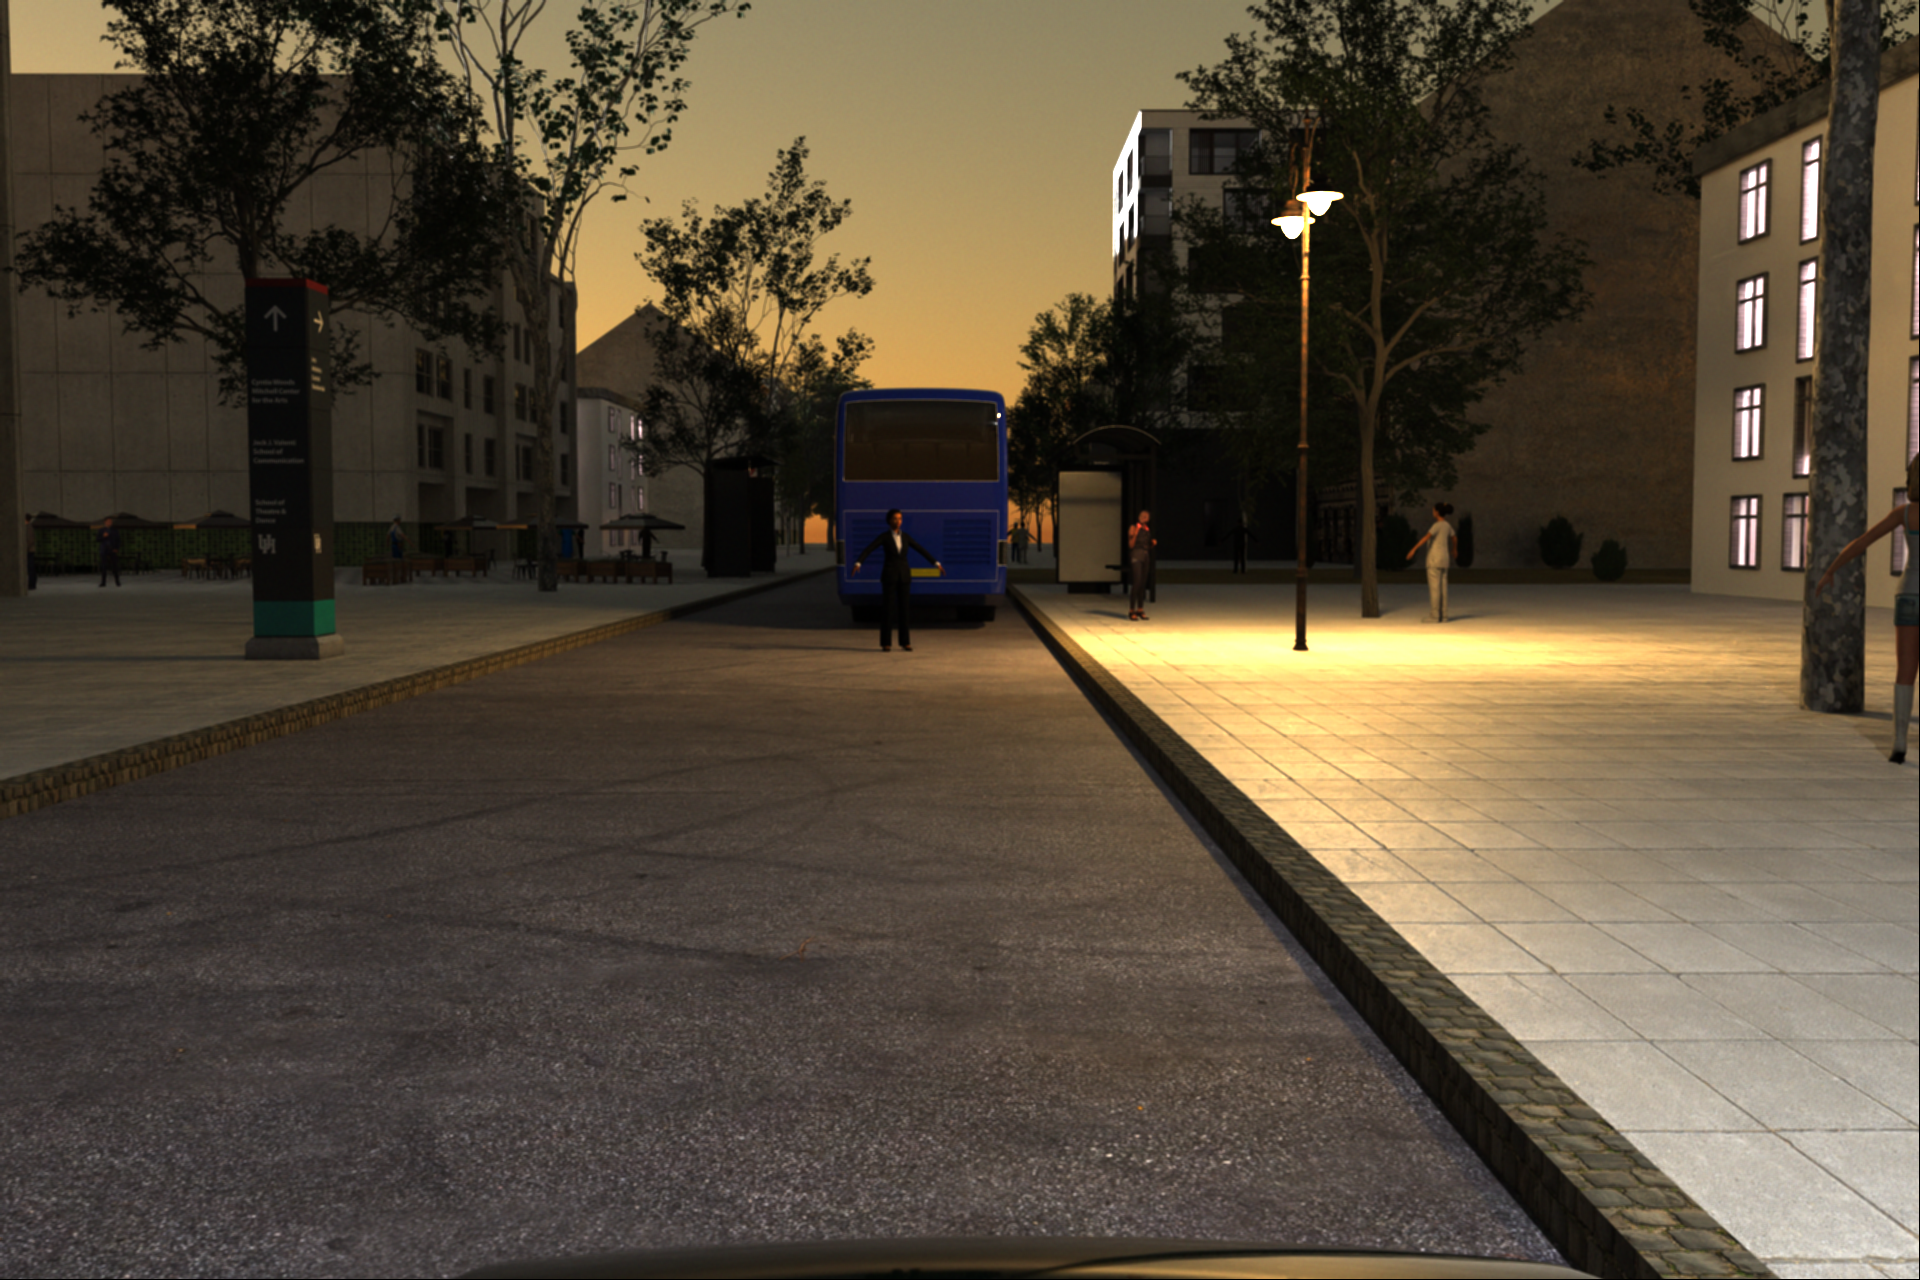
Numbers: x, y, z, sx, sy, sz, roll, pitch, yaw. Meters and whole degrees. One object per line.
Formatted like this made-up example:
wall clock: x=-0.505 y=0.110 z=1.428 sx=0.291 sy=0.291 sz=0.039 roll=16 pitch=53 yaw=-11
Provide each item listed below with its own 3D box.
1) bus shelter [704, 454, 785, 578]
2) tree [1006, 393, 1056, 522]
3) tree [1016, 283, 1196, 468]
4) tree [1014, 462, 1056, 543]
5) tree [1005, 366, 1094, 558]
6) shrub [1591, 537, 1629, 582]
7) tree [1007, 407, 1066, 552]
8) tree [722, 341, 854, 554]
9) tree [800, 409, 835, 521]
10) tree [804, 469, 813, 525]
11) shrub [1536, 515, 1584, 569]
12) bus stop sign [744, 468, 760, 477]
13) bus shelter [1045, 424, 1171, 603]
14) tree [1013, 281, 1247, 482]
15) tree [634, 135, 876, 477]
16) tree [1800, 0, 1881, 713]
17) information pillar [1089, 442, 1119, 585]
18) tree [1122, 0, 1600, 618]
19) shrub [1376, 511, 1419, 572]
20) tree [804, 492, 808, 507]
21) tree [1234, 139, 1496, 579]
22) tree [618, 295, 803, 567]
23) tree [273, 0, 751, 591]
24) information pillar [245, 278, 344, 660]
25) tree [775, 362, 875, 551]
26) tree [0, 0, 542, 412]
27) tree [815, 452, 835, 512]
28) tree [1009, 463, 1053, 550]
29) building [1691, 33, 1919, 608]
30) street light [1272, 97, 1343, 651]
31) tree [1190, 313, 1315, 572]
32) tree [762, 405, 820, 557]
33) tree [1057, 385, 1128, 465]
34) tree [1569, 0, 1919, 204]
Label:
bus shelter: x=-6.625 y=-3.824 z=53.813 sx=1.731 sy=3.624 sz=6.357 roll=0 pitch=4 yaw=1
tree: x=5.460 y=-14.567 z=148.547 sx=12.009 sy=13.543 sz=11.850 roll=0 pitch=3 yaw=0
tree: x=6.113 y=-9.011 z=73.081 sx=9.928 sy=11.665 sz=9.643 roll=0 pitch=3 yaw=0
tree: x=10.929 y=-19.117 z=238.321 sx=9.928 sy=11.665 sz=9.643 roll=0 pitch=3 yaw=0
tree: x=4.924 y=-9.796 z=94.582 sx=7.601 sy=10.594 sz=8.767 roll=0 pitch=4 yaw=6
shrub: x=17.578 y=-2.188 z=46.889 sx=1.383 sy=1.207 sz=1.383 roll=0 pitch=3 yaw=0
tree: x=5.437 y=-11.669 z=125.205 sx=7.601 sy=10.594 sz=8.767 roll=0 pitch=4 yaw=1
tree: x=-9.905 y=-12.166 z=109.282 sx=12.009 sy=13.543 sz=11.850 roll=0 pitch=3 yaw=0
tree: x=-9.755 y=-14.786 z=148.405 sx=9.857 sy=13.997 sz=8.962 roll=0 pitch=3 yaw=0
tree: x=-24.635 y=-20.499 z=241.806 sx=9.857 sy=13.997 sz=8.962 roll=0 pitch=3 yaw=0
shrub: x=22.067 y=-3.626 z=63.703 sx=1.690 sy=2.028 sz=1.600 roll=0 pitch=3 yaw=0
bus stop sign: x=-7.128 y=-4.335 z=59.585 sx=0.855 sy=3.939 sz=0.416 roll=0 pitch=4 yaw=0
bus shelter: x=2.875 y=-2.500 z=34.791 sx=2.014 sy=3.302 sz=5.546 roll=0 pitch=4 yaw=0
tree: x=6.177 y=-7.970 z=64.728 sx=8.767 sy=10.594 sz=7.601 roll=0 pitch=4 yaw=-5
tree: x=-9.798 y=-13.955 z=84.051 sx=12.611 sy=20.169 sz=13.585 roll=0 pitch=3 yaw=0
tree: x=7.566 y=-9.496 z=11.156 sx=12.611 sy=20.169 sz=13.585 roll=0 pitch=3 yaw=0
information pillar: x=3.584 y=-3.309 z=43.484 sx=0.750 sy=3.857 sz=0.750 roll=0 pitch=4 yaw=0
tree: x=5.974 y=-5.616 z=26.231 sx=7.601 sy=10.594 sz=8.767 roll=-1 pitch=4 yaw=-15
shrub: x=14.908 y=-3.388 z=59.438 sx=1.661 sy=2.075 sz=1.752 roll=0 pitch=3 yaw=0
tree: x=-21.526 y=-17.408 z=234.989 sx=4.360 sy=8.622 sz=3.978 roll=0 pitch=3 yaw=0
tree: x=11.263 y=-8.064 z=49.982 sx=7.486 sy=12.596 sz=7.792 roll=0 pitch=3 yaw=0
tree: x=-9.613 y=-8.120 z=67.179 sx=7.601 sy=10.594 sz=8.767 roll=-1 pitch=4 yaw=-17
tree: x=-10.519 y=-11.112 z=37.568 sx=12.611 sy=20.169 sz=13.585 roll=0 pitch=3 yaw=0
information pillar: x=-6.906 y=-1.744 z=17.894 sx=0.750 sy=3.857 sz=0.750 roll=0 pitch=4 yaw=-1
tree: x=-9.603 y=-13.609 z=129.167 sx=9.857 sy=13.997 sz=8.962 roll=0 pitch=3 yaw=0
tree: x=-9.556 y=-5.516 z=24.604 sx=8.767 sy=10.594 sz=7.601 roll=1 pitch=4 yaw=22
tree: x=-9.941 y=-11.548 z=139.178 sx=4.737 sy=8.622 sz=4.395 roll=0 pitch=3 yaw=0
tree: x=5.291 y=-11.390 z=136.583 sx=4.360 sy=8.622 sz=3.978 roll=0 pitch=3 yaw=0
building: x=20.605 y=-5.014 z=24.131 sx=9.099 sy=9.664 sz=28.070 roll=0 pitch=4 yaw=0
street light: x=3.762 y=-2.823 z=18.947 sx=0.468 sy=5.910 sz=1.993 roll=0 pitch=4 yaw=0
tree: x=9.897 y=-6.621 z=58.608 sx=4.737 sy=8.622 sz=4.395 roll=0 pitch=3 yaw=0
tree: x=-9.902 y=-9.091 z=98.997 sx=4.737 sy=8.622 sz=4.395 roll=0 pitch=3 yaw=0
tree: x=6.314 y=-7.962 z=80.537 sx=4.737 sy=8.622 sz=4.395 roll=0 pitch=3 yaw=0
tree: x=25.784 y=-12.046 z=52.839 sx=12.611 sy=20.169 sz=13.585 roll=0 pitch=3 yaw=0
